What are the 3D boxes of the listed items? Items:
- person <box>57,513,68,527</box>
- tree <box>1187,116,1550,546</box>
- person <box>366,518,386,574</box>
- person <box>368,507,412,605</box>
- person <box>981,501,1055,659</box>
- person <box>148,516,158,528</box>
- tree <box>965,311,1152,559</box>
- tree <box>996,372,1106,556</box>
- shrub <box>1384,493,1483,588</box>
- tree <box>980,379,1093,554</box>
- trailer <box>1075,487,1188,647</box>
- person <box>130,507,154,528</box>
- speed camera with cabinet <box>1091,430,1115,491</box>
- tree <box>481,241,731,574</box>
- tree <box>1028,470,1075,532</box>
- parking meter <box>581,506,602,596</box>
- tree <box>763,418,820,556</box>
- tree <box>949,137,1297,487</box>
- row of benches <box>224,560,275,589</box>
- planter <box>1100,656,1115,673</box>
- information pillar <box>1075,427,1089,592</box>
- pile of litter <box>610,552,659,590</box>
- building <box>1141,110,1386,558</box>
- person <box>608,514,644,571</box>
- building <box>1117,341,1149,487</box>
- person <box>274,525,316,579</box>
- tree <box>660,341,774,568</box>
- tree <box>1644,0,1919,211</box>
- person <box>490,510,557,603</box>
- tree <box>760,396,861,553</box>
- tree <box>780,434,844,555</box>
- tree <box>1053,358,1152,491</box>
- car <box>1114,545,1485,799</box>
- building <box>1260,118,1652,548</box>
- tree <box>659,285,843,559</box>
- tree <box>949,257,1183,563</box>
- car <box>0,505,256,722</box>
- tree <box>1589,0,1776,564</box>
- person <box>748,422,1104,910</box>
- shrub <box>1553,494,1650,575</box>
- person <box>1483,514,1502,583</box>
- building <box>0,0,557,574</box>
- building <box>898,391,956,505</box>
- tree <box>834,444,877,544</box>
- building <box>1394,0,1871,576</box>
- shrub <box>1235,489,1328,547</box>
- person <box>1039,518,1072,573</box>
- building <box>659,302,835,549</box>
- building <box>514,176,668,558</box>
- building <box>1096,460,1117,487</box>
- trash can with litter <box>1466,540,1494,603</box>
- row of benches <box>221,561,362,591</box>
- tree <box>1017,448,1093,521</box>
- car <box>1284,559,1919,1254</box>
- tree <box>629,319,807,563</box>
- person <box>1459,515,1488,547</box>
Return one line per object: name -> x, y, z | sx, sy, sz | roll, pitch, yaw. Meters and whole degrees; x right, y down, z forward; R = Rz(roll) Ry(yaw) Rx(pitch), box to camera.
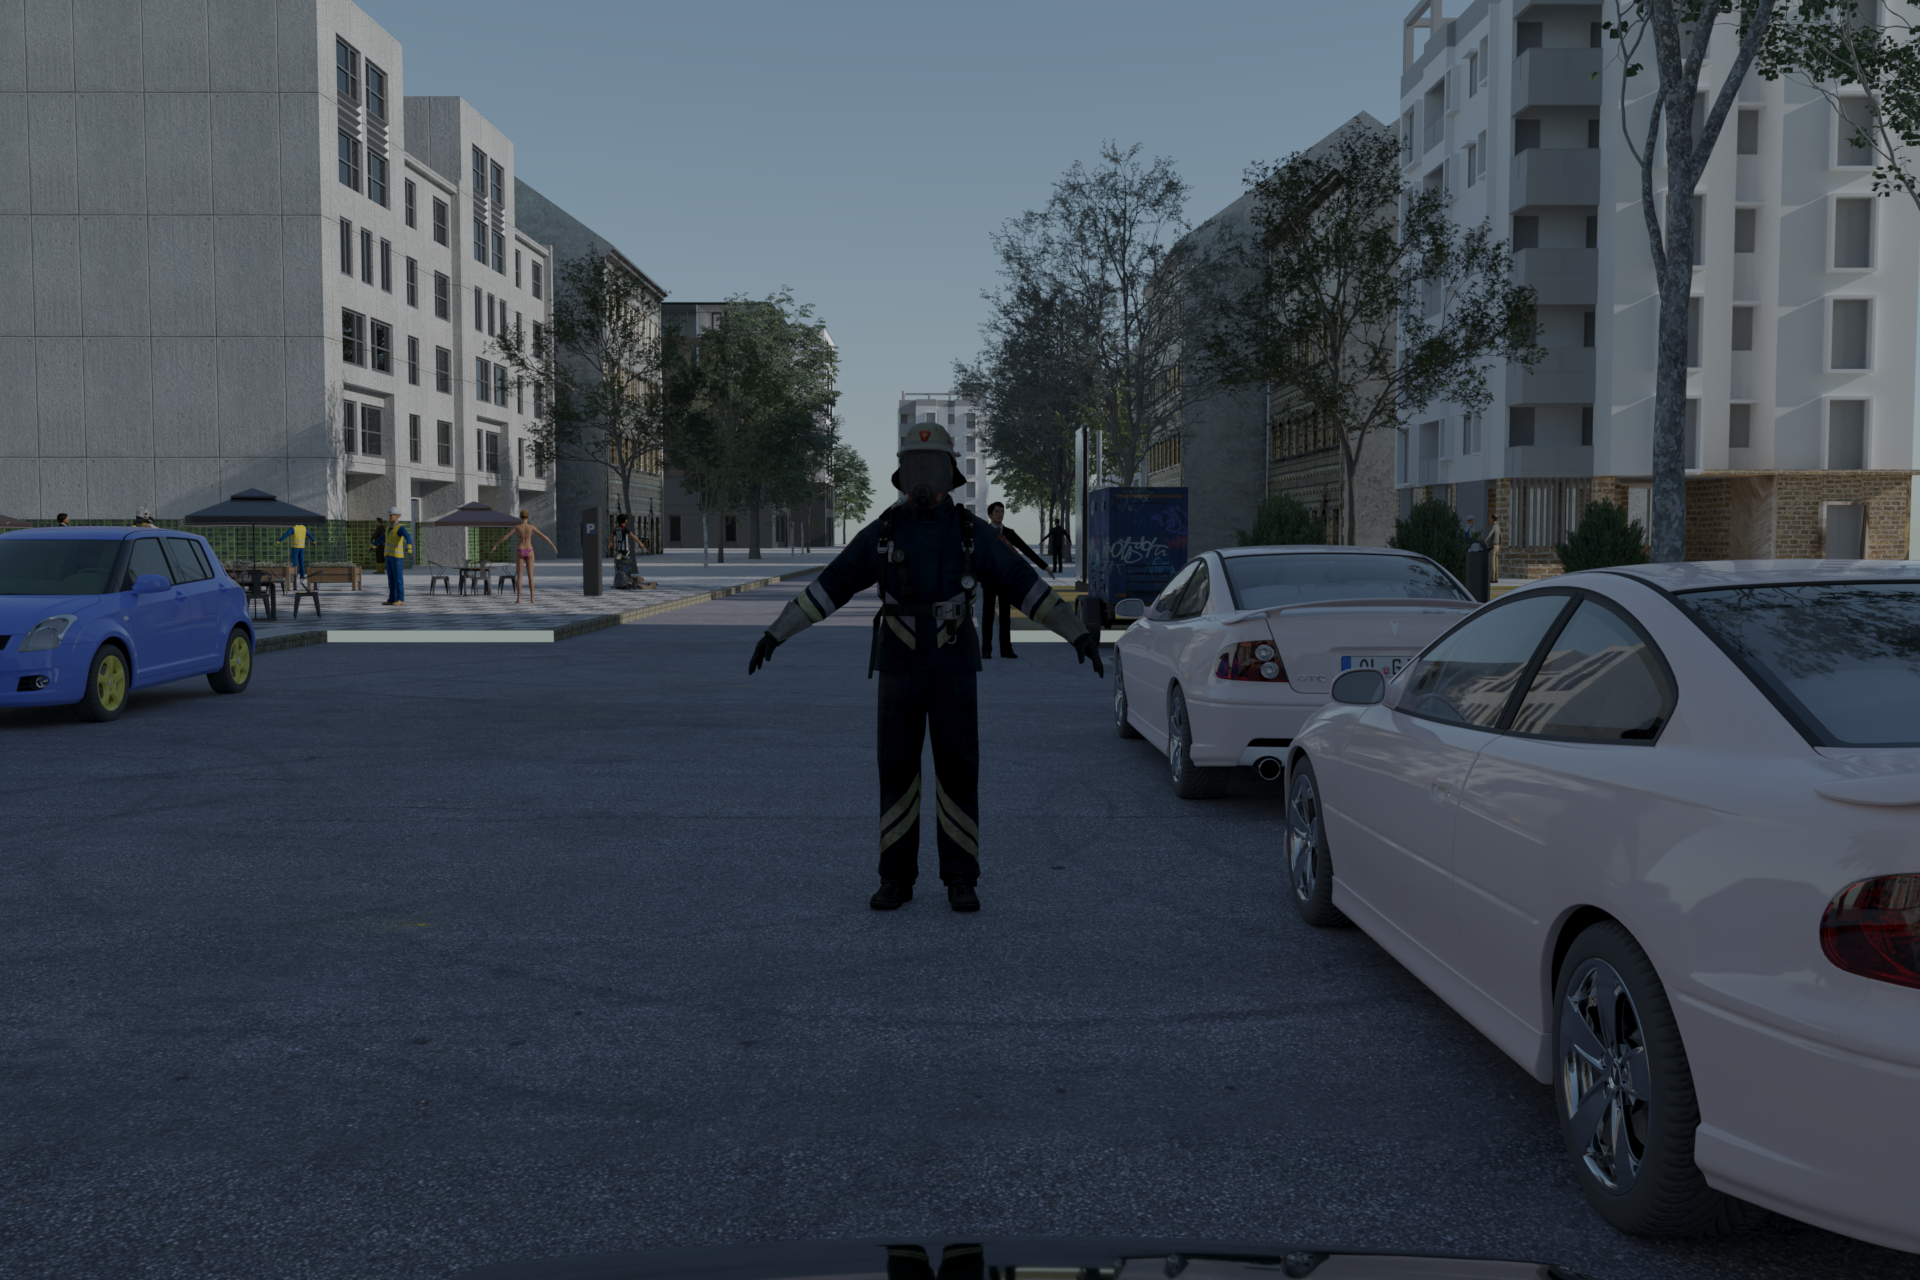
person -> -19.465, -1.901, 37.802 | 1.216, 1.740, 0.721 | 3, 4, 37
tree -> 8.826, -6.331, 37.926 | 8.767, 10.594, 7.601 | 2, 4, 33
person -> -18.724, -3.037, 55.799 | 0.704, 1.812, 1.346 | 0, 4, 6
person -> -10.245, -1.511, 31.173 | 1.216, 1.772, 0.721 | 3, 4, 36
person -> 0.435, -0.694, 19.993 | 1.347, 1.806, 0.705 | -1, 4, -18
person -> -23.916, -2.751, 51.158 | 1.347, 1.806, 0.705 | -2, 4, -31
tree -> 5.322, -11.016, 90.476 | 12.009, 13.543, 11.850 | 0, 3, 0
tree -> 5.558, -10.838, 102.961 | 9.928, 11.665, 9.643 | 0, 3, 0
shrub -> 8.527, -1.639, 31.223 | 1.690, 2.028, 1.600 | 0, 3, 0
tree -> 4.979, -11.892, 112.563 | 7.486, 12.596, 7.792 | 0, 3, 0
trailer -> 2.244, -0.971, 22.925 | 1.471, 1.999, 3.904 | 0, 4, -1
person -> -17.355, -1.901, 36.851 | 1.354, 1.858, 0.705 | 1, 4, 22
speed camera with cabinet -> 2.856, -2.327, 32.379 | 0.660, 3.252, 2.038 | 0, 4, -1
tree -> -10.813, -7.411, 55.578 | 7.601, 10.594, 8.767 | 1, 4, 21
tree -> 5.913, -10.492, 121.905 | 4.737, 8.622, 4.395 | 0, 3, 0
parking meter -> -7.664, -1.854, 36.023 | 0.399, 1.863, 0.255 | 0, 4, 1
tree -> -9.654, -9.185, 100.537 | 4.360, 8.622, 3.978 | 0, 3, 0
tree -> 5.149, -8.743, 53.322 | 12.009, 13.543, 11.850 | 0, 3, 0
row of benches -> -18.192, -1.552, 40.840 | 4.104, 0.672, 1.422 | 1, 4, 11
planter -> 2.474, 0.166, 18.432 | 1.991, 0.319, 1.994 | 0, 4, 0
information pillar -> 2.740, -2.909, 38.871 | 0.184, 3.620, 1.656 | 0, 4, -1
pile of litter -> -7.637, -1.625, 40.533 | 1.176, 0.858, 1.719 | 0, 4, -1
building -> 20.968, -16.423, 99.443 | 19.493, 23.208, 18.063 | 0, 4, 0
person -> -8.971, -2.453, 46.249 | 1.345, 1.843, 0.704 | 3, 4, 37
building -> 24.488, -18.095, 162.314 | 16.747, 18.905, 31.486 | 0, 4, 0
person -> -18.942, -2.661, 49.473 | 0.705, 1.833, 1.349 | 2, 4, 33
tree -> -9.806, -7.057, 65.747 | 4.360, 8.622, 3.978 | 0, 3, 0
tree -> 21.976, -11.226, 39.431 | 12.611, 20.169, 13.585 | 0, 3, 0
person -> -8.104, -1.554, 32.219 | 1.217, 1.733, 0.721 | -1, 4, -19
tree -> -10.528, -11.192, 117.398 | 8.767, 10.594, 7.601 | 2, 4, 32
tree -> -9.976, -9.621, 107.672 | 4.360, 8.622, 3.978 | 0, 3, 0
tree -> 5.717, -7.162, 67.462 | 4.737, 8.622, 4.395 | 0, 3, 0
car -> 2.060, 0.099, 10.751 | 2.083, 1.381, 4.827 | 0, 4, -1
building -> 25.079, -15.232, 79.966 | 19.493, 23.208, 18.063 | 0, 4, 0
tree -> -10.666, -11.137, 88.741 | 9.857, 13.997, 8.962 | 0, 3, 0
tree -> 4.713, -10.190, 76.974 | 12.009, 13.543, 11.850 | 0, 3, 0
car -> -7.307, -0.288, 14.304 | 1.945, 1.707, 3.694 | 0, 4, 0
tree -> 10.083, -10.053, 20.260 | 12.611, 20.169, 13.585 | 0, 3, 0
person -> -0.126, 0.098, 6.630 | 1.354, 1.856, 0.705 | 0, 4, 6
shrub -> 11.965, -1.703, 32.270 | 1.690, 2.028, 1.600 | 0, 3, 0
person -> 13.900, -2.384, 45.248 | 0.705, 1.796, 1.348 | 3, 4, 39
building -> -28.511, -12.468, 70.314 | 16.747, 18.905, 31.486 | 0, 4, 0
building -> -7.590, -22.153, 221.077 | 11.380, 20.090, 16.016 | 0, 4, 7
tree -> -14.116, -18.273, 216.890 | 7.486, 12.596, 7.792 | 0, 3, 0
building -> 20.928, -12.533, 61.331 | 16.016, 20.090, 11.380 | 0, 4, 0
shrub -> 5.680, -1.620, 30.521 | 1.661, 2.075, 1.752 | 0, 3, 0
person -> 3.199, -3.121, 57.258 | 1.346, 1.802, 0.704 | -2, 4, -33
building -> -27.233, -19.873, 168.891 | 27.936, 21.610, 32.646 | 0, 4, 0
building -> -27.993, -16.458, 100.010 | 19.493, 23.208, 18.063 | 0, 4, -1
building -> 20.924, -15.453, 194.808 | 9.099, 9.664, 28.070 | 0, 4, 0
trash can with litter -> 5.785, -0.504, 19.304 | 1.678, 1.210, 2.233 | 0, 4, 0
row of benches -> -15.557, -1.452, 39.210 | 4.104, 0.672, 1.422 | 0, 4, -6
tree -> 11.930, -18.648, 215.260 | 12.009, 13.543, 11.850 | 0, 3, 0
car -> 2.213, 0.454, 4.933 | 2.083, 1.381, 4.827 | 0, 4, -1
tree -> -10.656, -8.662, 76.042 | 8.767, 10.594, 7.601 | 0, 4, 5
person -> 14.957, -2.743, 50.706 | 0.705, 1.847, 1.347 | -1, 4, -22
